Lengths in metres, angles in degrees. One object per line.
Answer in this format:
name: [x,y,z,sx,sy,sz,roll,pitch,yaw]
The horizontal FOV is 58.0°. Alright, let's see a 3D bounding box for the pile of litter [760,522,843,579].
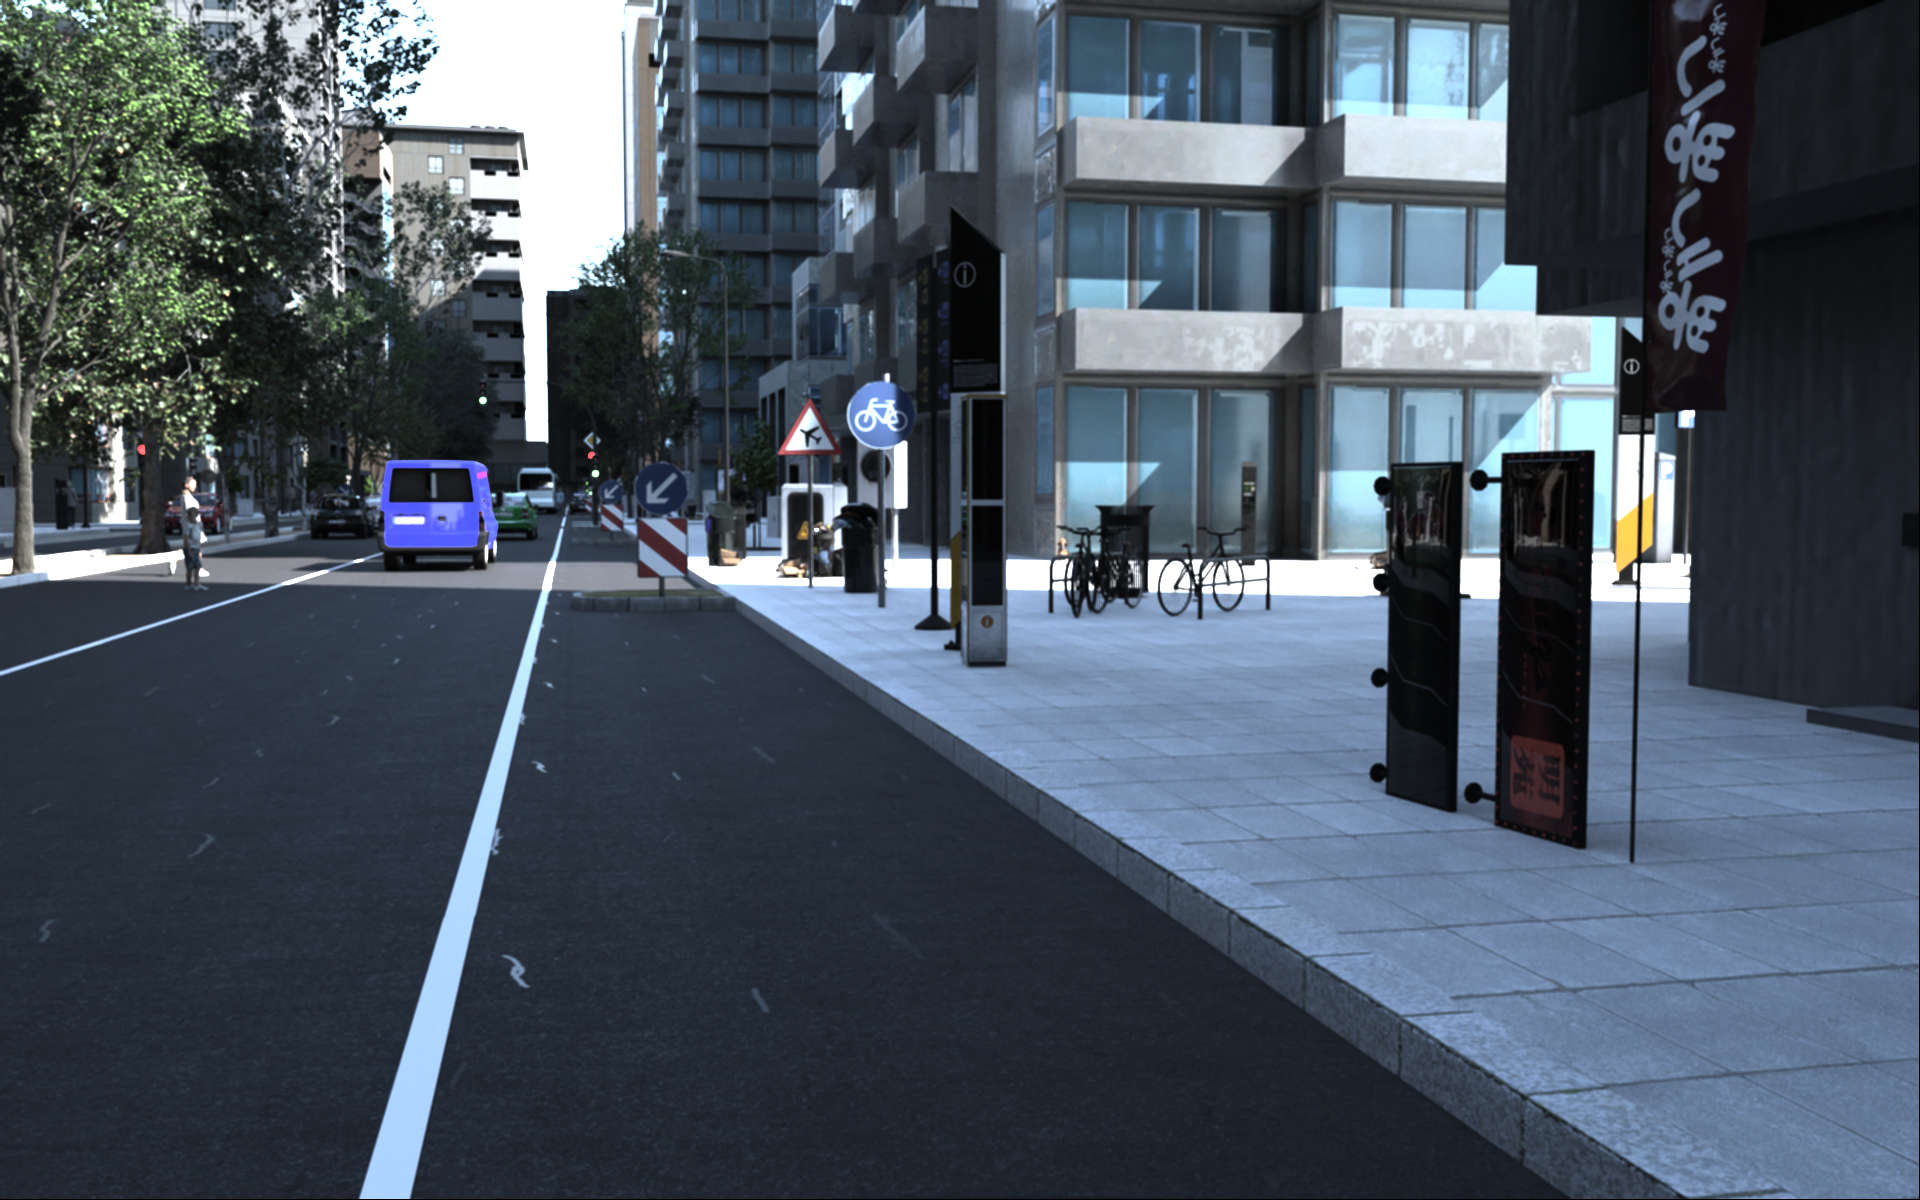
pile of litter: [-2.320,-0.782,26.743,1.719,0.858,1.176,-2,4,-25]

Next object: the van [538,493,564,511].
van: [-34.773,-8.713,146.846,2.240,2.365,5.245,-1,4,-11]

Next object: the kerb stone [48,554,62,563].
kerb stone: [-18.984,-0.844,36.119,0.120,0.150,1.000,-1,4,-13]

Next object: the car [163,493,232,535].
car: [-27.644,-3.291,62.852,2.155,1.783,4.494,-1,4,-14]

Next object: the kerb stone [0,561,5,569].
kerb stone: [-18.302,-0.668,33.115,0.120,0.150,1.000,-1,4,-13]

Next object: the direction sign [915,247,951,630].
direction sign: [-0.243,-1.492,16.386,0.379,3.537,0.876,-1,4,-21]

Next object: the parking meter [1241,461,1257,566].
parking meter: [5.140,-1.536,30.829,0.255,1.863,0.399,1,4,9]

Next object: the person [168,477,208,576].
person: [-13.465,-1.283,30.224,0.466,1.731,0.760,1,4,22]

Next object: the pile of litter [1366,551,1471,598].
pile of litter: [5.798,-0.470,21.653,1.176,0.858,1.719,1,4,19]

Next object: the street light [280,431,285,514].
street light: [-42.500,-8.406,109.978,1.470,5.913,1.316,-1,4,-13]

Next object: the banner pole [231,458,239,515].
banner pole: [-43.697,-6.997,104.417,0.401,3.779,0.863,1,4,16]

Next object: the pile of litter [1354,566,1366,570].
pile of litter: [7.540,-0.959,29.651,1.719,0.858,1.176,0,4,-4]

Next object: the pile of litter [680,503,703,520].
pile of litter: [-13.066,-4.342,84.952,1.719,0.858,1.176,0,4,-4]

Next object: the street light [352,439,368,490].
street light: [-50.596,-10.610,146.017,1.470,5.913,1.316,-1,4,-13]

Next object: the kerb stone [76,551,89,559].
kerb stone: [-19.440,-0.973,38.123,0.120,0.150,1.000,-1,4,-13]

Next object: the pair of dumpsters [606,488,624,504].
pair of dumpsters: [-24.798,-7.453,124.355,1.574,2.255,4.437,-1,4,-13]

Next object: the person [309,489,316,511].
person: [-49.831,-7.764,133.262,0.678,1.792,0.850,1,4,12]

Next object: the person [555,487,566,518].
person: [-24.310,-5.943,105.537,0.748,1.841,0.638,-2,4,-35]

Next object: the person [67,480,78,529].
person: [-32.773,-3.506,63.551,0.709,1.800,0.728,-1,4,-9]

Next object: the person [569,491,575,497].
person: [-49.394,-13.017,221.462,1.348,1.807,0.705,0,4,-8]

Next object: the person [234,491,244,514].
person: [-45.615,-6.329,109.617,0.616,1.811,0.778,-1,4,-9]

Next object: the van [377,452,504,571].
van: [-10.234,-1.825,34.228,2.240,2.365,5.245,-1,4,-12]

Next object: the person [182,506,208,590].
person: [-11.388,-0.770,25.770,0.332,1.250,0.352,-2,4,-32]

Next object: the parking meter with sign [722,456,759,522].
parking meter with sign: [-10.021,-5.081,79.341,1.738,3.016,0.543,2,4,24]

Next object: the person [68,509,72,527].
person: [-35.278,-3.630,68.278,0.576,1.772,0.534,-2,4,-28]

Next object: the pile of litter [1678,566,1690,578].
pile of litter: [11.920,-0.760,26.398,1.719,0.858,1.176,2,4,34]

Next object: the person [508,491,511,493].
person: [-45.520,-10.164,175.414,0.721,1.736,1.217,-1,4,-9]

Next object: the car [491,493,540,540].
car: [-14.460,-2.848,55.360,1.959,1.807,4.718,-1,4,-11]

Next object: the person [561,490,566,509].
person: [-39.069,-9.848,169.658,1.348,1.807,0.705,2,4,23]

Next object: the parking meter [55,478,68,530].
parking meter: [-32.422,-3.474,62.504,0.399,1.863,0.255,2,4,32]

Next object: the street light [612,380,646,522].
street light: [-13.427,-5.995,70.564,1.470,5.913,1.316,-1,4,-13]

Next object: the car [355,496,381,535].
car: [-20.573,-3.035,61.991,2.083,1.381,4.827,-1,4,-14]

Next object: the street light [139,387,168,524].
street light: [-34.384,-6.202,73.943,1.470,5.913,1.316,-1,4,-13]

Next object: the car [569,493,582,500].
car: [-35.763,-9.373,162.834,1.945,1.707,3.694,-1,4,-13]

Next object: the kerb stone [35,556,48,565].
kerb stone: [-18.762,-0.790,35.113,0.120,0.150,1.000,-1,4,-13]

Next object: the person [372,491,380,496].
person: [-40.945,-6.925,121.576,0.795,1.843,0.661,3,5,44]

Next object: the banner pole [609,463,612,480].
banner pole: [-27.865,-9.051,137.998,0.401,3.779,0.863,0,4,4]

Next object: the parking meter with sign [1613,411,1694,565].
parking meter with sign: [12.838,-2.189,32.057,0.543,3.016,1.738,-1,4,-21]

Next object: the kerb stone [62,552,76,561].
kerb stone: [-19.205,-0.913,37.117,0.120,0.150,1.000,-1,4,-13]

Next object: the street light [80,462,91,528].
street light: [-32.512,-5.680,65.402,1.470,5.913,1.316,-1,4,-13]

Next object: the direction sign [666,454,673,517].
direction sign: [-16.579,-6.530,98.762,0.379,3.537,0.876,-1,4,-21]

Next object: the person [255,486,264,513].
person: [-47.738,-6.850,118.007,0.573,1.828,0.580,-1,4,-12]

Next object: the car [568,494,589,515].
car: [-26.320,-6.786,120.743,2.009,1.686,4.222,-1,4,-12]

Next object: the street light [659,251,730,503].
street light: [-5.047,-3.718,33.335,1.470,5.913,1.316,-1,4,-13]

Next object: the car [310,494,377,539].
car: [-20.216,-2.873,56.768,2.009,1.686,4.222,-1,4,-14]

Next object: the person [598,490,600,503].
person: [-42.697,-12.153,204.738,1.348,1.824,0.705,-1,4,-10]
